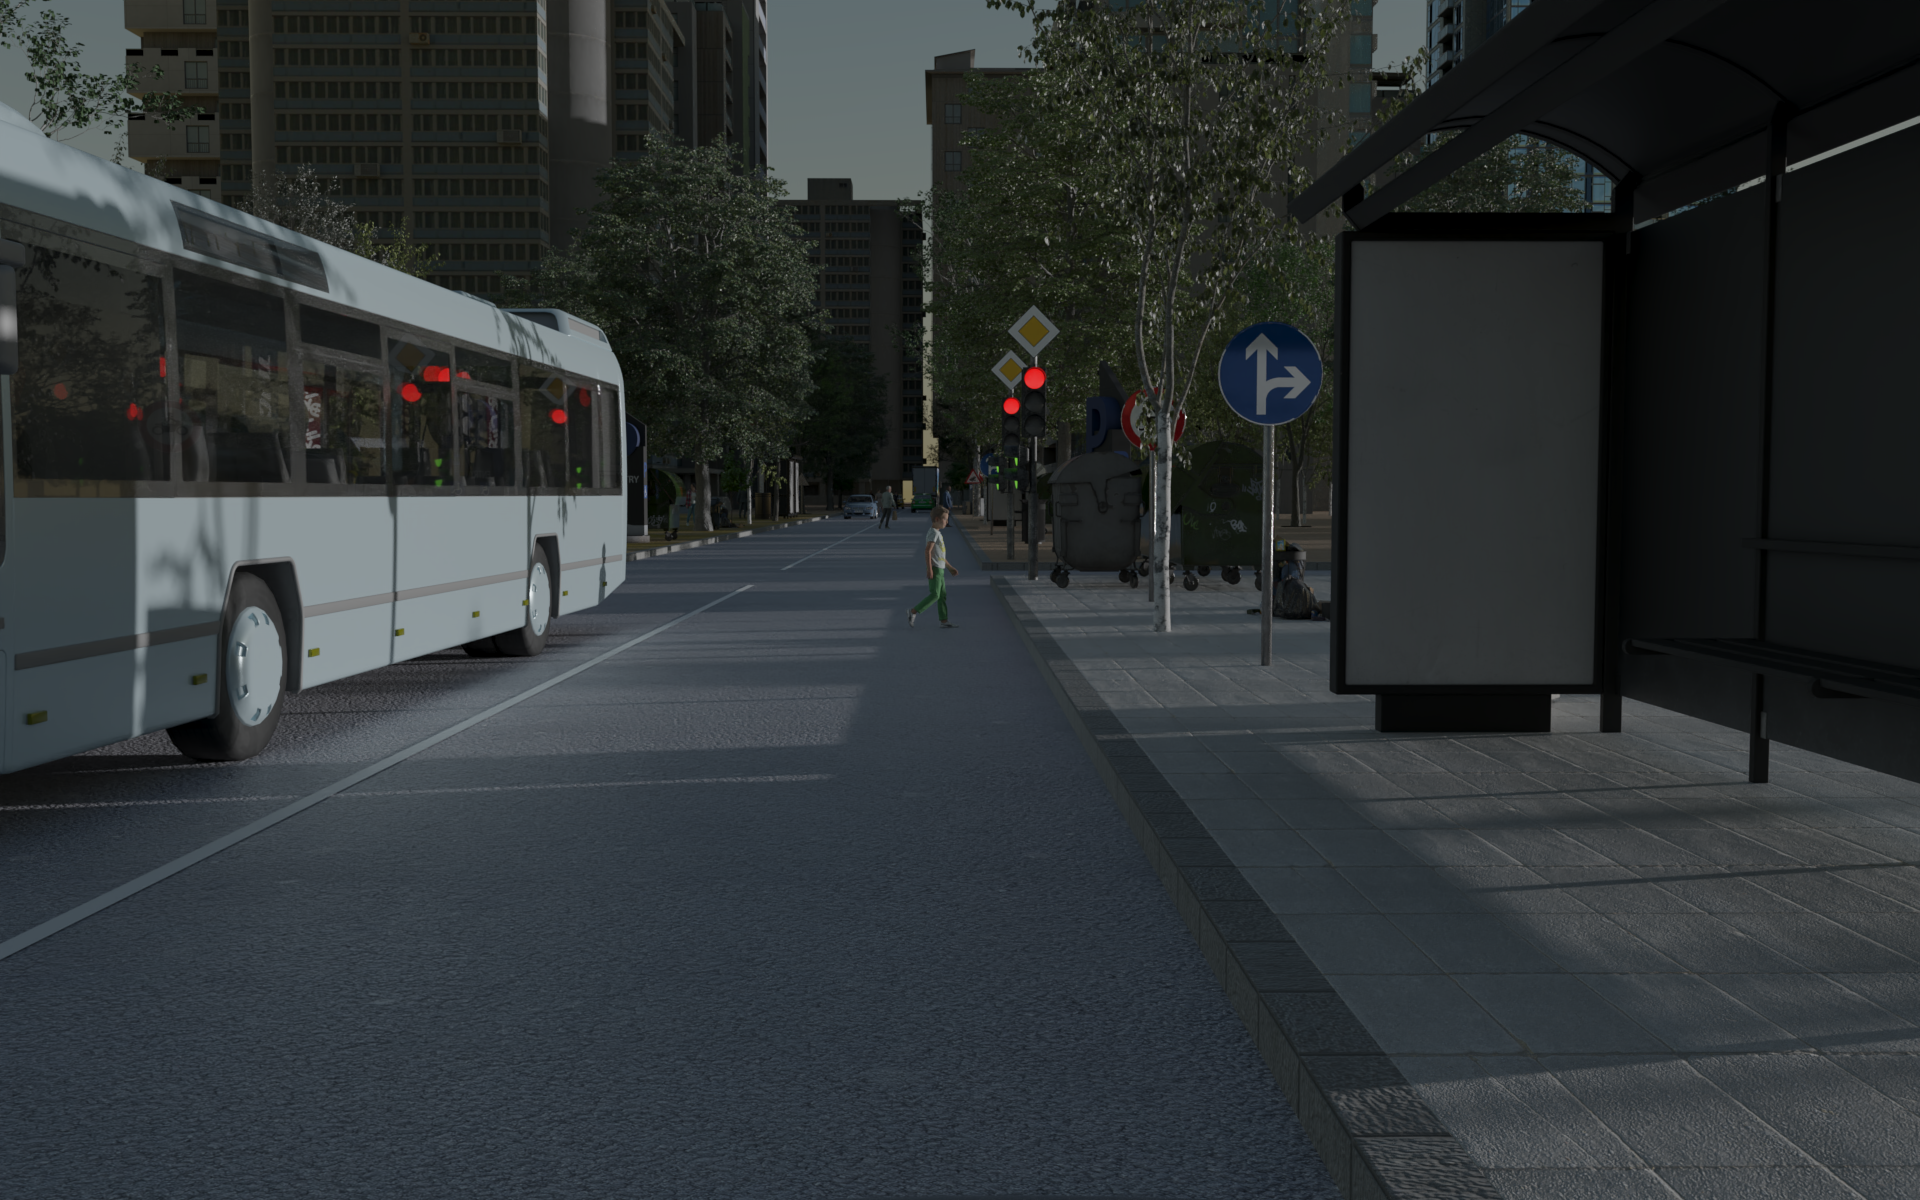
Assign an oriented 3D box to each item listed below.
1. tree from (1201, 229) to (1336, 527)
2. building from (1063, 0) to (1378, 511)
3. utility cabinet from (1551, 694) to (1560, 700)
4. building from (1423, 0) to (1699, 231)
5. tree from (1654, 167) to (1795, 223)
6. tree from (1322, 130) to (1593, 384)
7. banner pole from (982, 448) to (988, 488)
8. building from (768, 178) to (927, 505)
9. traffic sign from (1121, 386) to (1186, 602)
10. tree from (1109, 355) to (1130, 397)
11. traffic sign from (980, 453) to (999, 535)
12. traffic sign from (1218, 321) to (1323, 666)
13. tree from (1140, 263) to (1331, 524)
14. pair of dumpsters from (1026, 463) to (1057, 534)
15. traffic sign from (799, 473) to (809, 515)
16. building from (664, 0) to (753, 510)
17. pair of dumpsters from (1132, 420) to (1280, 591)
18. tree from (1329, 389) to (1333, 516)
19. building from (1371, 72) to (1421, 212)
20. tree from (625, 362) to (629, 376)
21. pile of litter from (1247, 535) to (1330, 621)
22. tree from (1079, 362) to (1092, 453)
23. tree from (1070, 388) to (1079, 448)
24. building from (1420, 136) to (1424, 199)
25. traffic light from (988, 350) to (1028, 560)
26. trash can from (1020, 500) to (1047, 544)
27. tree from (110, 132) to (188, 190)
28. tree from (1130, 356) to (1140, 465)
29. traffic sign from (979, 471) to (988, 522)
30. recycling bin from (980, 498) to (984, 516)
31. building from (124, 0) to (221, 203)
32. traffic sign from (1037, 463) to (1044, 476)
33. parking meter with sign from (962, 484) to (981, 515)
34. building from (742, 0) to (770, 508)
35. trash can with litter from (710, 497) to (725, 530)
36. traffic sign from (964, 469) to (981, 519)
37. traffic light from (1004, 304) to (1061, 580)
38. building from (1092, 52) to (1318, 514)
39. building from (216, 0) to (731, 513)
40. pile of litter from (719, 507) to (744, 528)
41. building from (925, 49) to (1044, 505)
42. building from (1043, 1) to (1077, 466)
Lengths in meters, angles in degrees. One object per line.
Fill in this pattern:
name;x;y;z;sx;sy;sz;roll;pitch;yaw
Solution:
tree;13.106;-8.641;67.038;9.928;11.665;9.643;0;3;0
building;19.985;-31.796;139.478;23.786;49.044;30.456;0;4;-1
utility cabinet;3.251;-0.100;10.313;0.318;1.500;1.173;3;4;36
building;59.480;-52.155;165.397;31.000;86.520;22.319;0;4;-1
tree;20.081;-6.870;46.740;8.767;10.594;7.601;0;4;2
tree;16.175;-9.186;56.841;9.857;13.997;8.962;0;3;0
banner pole;1.341;-6.195;91.312;0.401;3.779;0.863;2;4;24
building;-16.214;-32.036;215.665;23.993;40.220;32.217;0;4;-1
traffic sign;2.290;-1.252;20.574;0.768;2.556;0.104;0;4;4
tree;9.012;-7.739;76.895;4.737;8.622;4.395;0;3;0
traffic sign;0.994;-3.297;54.013;0.768;2.556;0.104;0;4;3
traffic sign;2.293;-0.782;12.888;0.768;2.556;0.104;0;4;3
tree;8.634;-6.402;55.028;4.737;8.622;4.395;0;3;0
pair of dumpsters;3.047;-3.313;56.665;1.574;2.255;4.437;0;4;-1
traffic sign;-9.663;-6.466;105.729;0.884;2.594;0.081;0;4;5
building;-24.568;-27.864;139.174;14.154;41.232;14.086;0;4;-1
pair of dumpsters;3.423;-1.364;24.789;1.574;2.255;4.437;0;4;-1
tree;14.894;-7.585;74.372;4.737;8.622;4.395;0;3;0
building;36.458;-29.798;170.796;14.086;41.232;14.154;0;4;-1
tree;-15.521;-7.544;73.707;4.360;8.622;3.978;0;3;0
pile of litter;3.638;-0.261;18.231;1.176;0.858;1.719;0;4;3
tree;8.433;-8.068;82.272;4.737;8.622;4.395;0;3;0
tree;7.045;-8.539;89.971;4.737;8.622;4.395;0;3;0
building;52.660;-36.239;212.119;30.456;49.044;23.786;0;4;-1
traffic light;0.973;-2.745;33.801;0.839;4.253;0.868;0;4;-1
trash can;1.893;-2.017;44.638;0.748;1.137;0.748;0;3;0
tree;-17.472;-5.251;36.213;4.360;8.622;3.978;0;3;0
tree;8.737;-6.767;61.003;4.737;8.622;4.395;0;3;0
traffic sign;1.241;-4.803;78.632;0.768;2.556;0.104;0;4;5
recycling bin;1.282;-5.378;100.489;0.722;1.027;0.722;-2;4;-31
building;-60.592;-35.023;161.864;27.495;52.752;28.713;0;4;-1
traffic sign;3.106;-4.281;70.100;0.768;2.556;0.104;0;4;1
parking meter with sign;0.922;-6.841;108.105;1.738;3.016;0.543;-3;5;-41
building;-32.726;-38.111;165.110;28.212;58.520;21.231;0;4;-1
trash can with litter;-8.924;-3.100;62.068;0.624;1.170;1.055;1;4;20
traffic sign;0.669;-5.384;88.026;0.884;2.594;0.081;0;4;3
traffic light;1.075;-2.257;25.817;0.839;4.253;0.868;0;4;-1
building;15.790;-21.134;117.239;14.160;30.474;14.107;0;4;-1
building;-32.961;-26.190;120.093;32.217;40.220;23.993;0;4;-1
pile of litter;-8.844;-3.191;66.131;1.176;0.858;1.719;-1;4;-12
building;9.542;-38.244;214.523;27.495;52.752;28.713;0;4;-1
building;19.255;-33.145;165.621;21.300;48.544;21.600;0;4;-1
